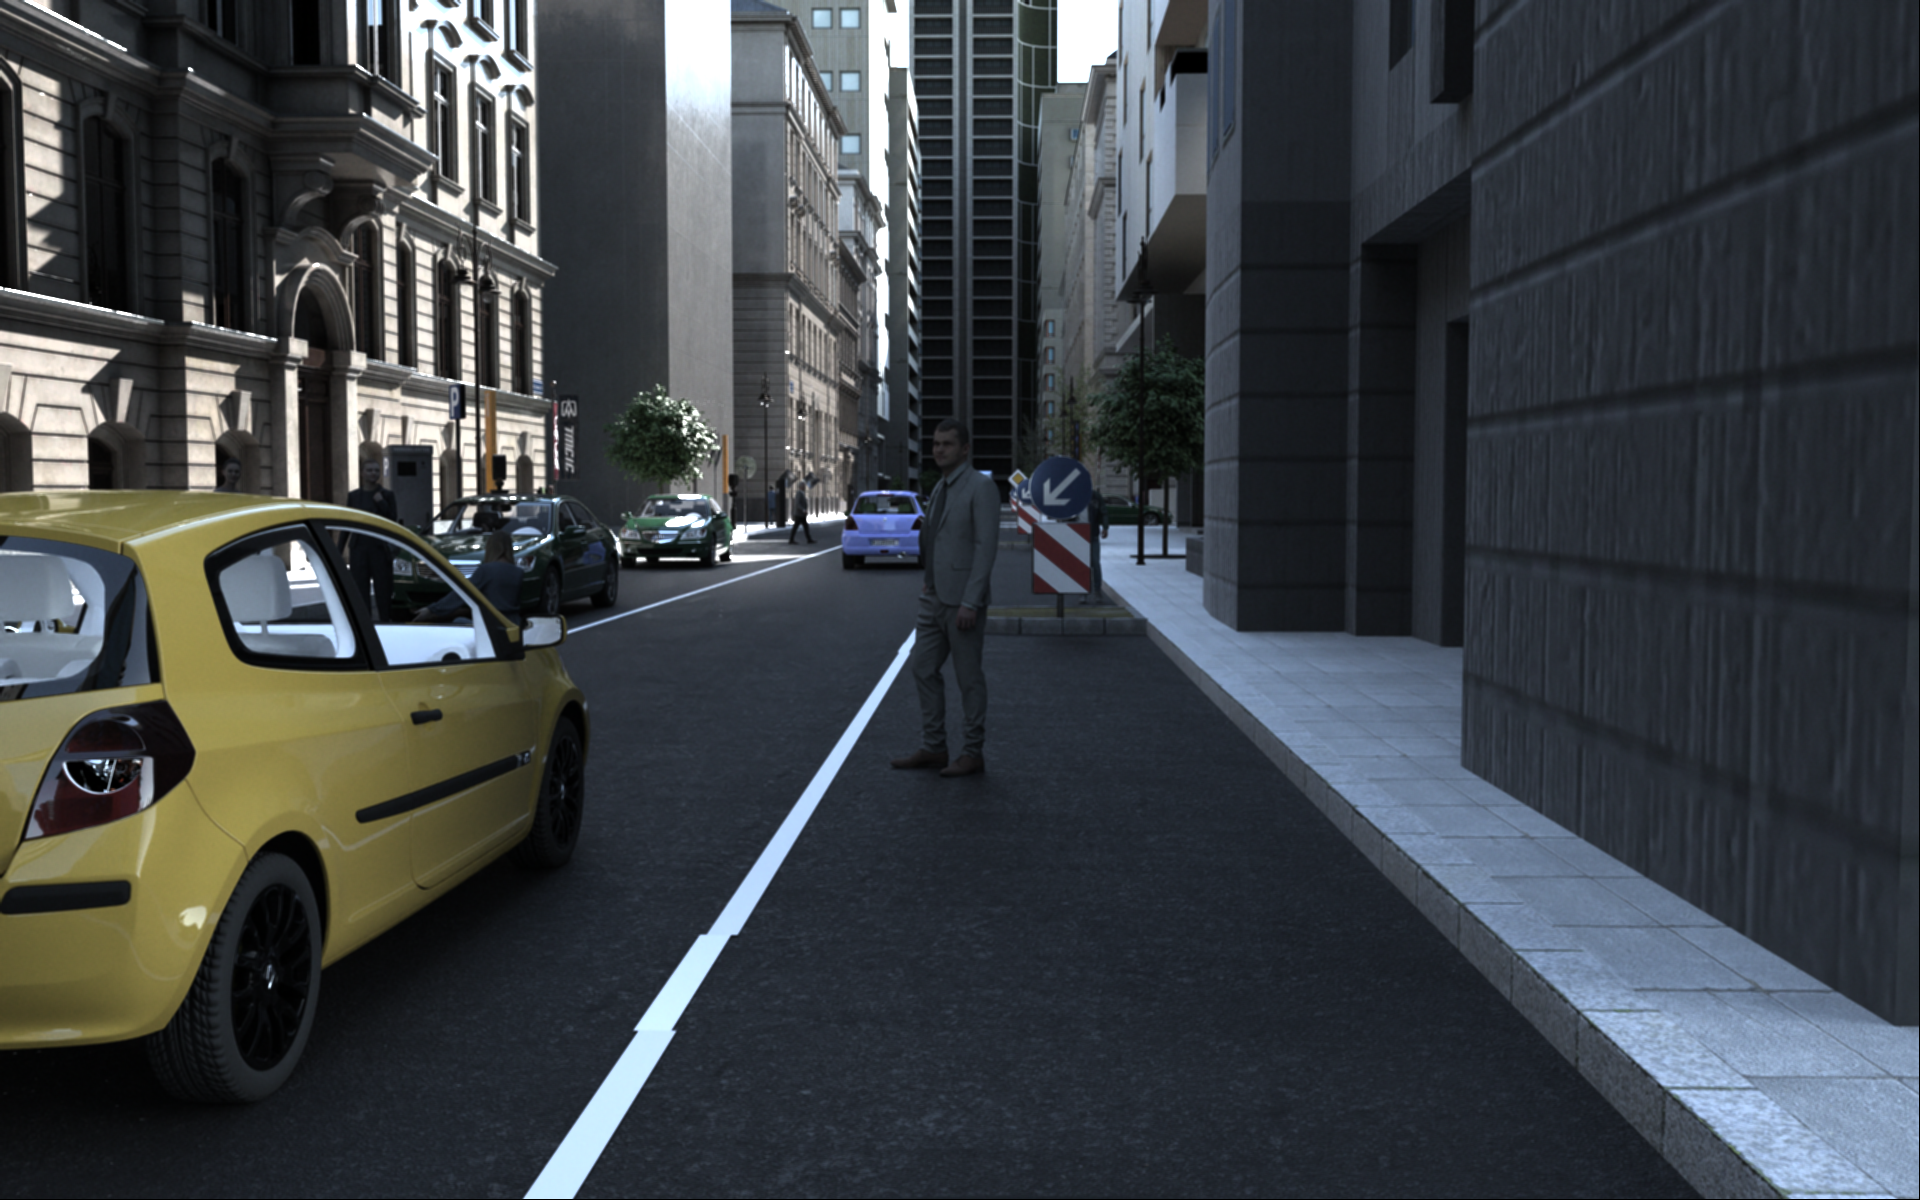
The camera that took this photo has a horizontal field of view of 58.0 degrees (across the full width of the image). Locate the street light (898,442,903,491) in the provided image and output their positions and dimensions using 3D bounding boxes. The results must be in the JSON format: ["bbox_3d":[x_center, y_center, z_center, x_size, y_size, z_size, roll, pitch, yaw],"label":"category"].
[{"bbox_3d":[-5.052,-10.744,148.457,0.468,5.910,1.993,0,4,2],"label":"street light"}]

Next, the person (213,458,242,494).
[{"bbox_3d":[-7.045,-0.484,16.747,0.374,1.781,0.599,1,4,13],"label":"person"}]

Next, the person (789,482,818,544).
[{"bbox_3d":[-4.496,-2.494,49.680,0.834,1.777,0.661,0,4,-5],"label":"person"}]

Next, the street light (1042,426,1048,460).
[{"bbox_3d":[5.628,-8.684,114.775,0.468,5.910,1.993,0,4,2],"label":"street light"}]

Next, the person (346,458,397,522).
[{"bbox_3d":[-5.684,-0.473,16.662,0.576,1.772,0.534,-2,4,-26],"label":"person"}]

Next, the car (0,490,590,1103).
[{"bbox_3d":[-2.403,0.287,5.531,2.015,1.641,3.980,0,4,2],"label":"car"}]

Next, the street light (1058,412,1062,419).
[{"bbox_3d":[4.703,-6.470,78.576,0.468,5.910,1.993,0,4,2],"label":"street light"}]

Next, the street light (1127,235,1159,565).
[{"bbox_3d":[3.276,-3.574,31.225,0.468,5.910,1.993,0,4,2],"label":"street light"}]

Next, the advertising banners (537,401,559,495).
[{"bbox_3d":[-7.646,-2.206,32.261,0.090,3.025,2.074,0,4,-3],"label":"advertising banners"}]

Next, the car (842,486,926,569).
[{"bbox_3d":[-1.383,-1.525,34.528,1.945,1.707,3.694,0,4,1],"label":"car"}]

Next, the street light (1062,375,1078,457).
[{"bbox_3d":[4.342,-5.798,67.592,0.468,5.910,1.993,0,4,2],"label":"street light"}]

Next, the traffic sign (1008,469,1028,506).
[{"bbox_3d":[2.289,-3.955,68.302,0.795,2.450,0.064,0,4,2],"label":"traffic sign"}]

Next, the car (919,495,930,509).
[{"bbox_3d":[-3.027,-7.450,134.392,1.945,1.354,3.894,0,4,0],"label":"car"}]

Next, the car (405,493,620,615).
[{"bbox_3d":[-5.378,-0.547,20.748,2.131,1.459,4.920,0,4,2],"label":"car"}]

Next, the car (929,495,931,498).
[{"bbox_3d":[-2.160,-9.318,161.947,1.945,1.707,3.694,0,4,1],"label":"car"}]

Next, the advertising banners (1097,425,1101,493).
[{"bbox_3d":[3.530,-2.935,44.178,0.090,3.025,2.074,0,4,4],"label":"advertising banners"}]

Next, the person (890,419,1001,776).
[{"bbox_3d":[-0.028,-0.018,8.901,0.391,1.810,0.635,-3,4,-39],"label":"person"}]

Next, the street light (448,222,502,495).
[{"bbox_3d":[-8.296,-3.486,29.782,0.468,5.910,1.993,0,4,2],"label":"street light"}]

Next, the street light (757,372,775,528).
[{"bbox_3d":[-7.338,-5.674,65.551,0.468,5.910,1.993,0,4,2],"label":"street light"}]

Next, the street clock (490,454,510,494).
[{"bbox_3d":[-8.416,-1.658,31.683,0.358,2.002,0.471,-1,4,-18],"label":"street clock"}]

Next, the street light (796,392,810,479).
[{"bbox_3d":[-6.982,-6.384,77.168,0.468,5.910,1.993,0,4,2],"label":"street light"}]

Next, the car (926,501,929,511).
[{"bbox_3d":[-0.659,-4.679,85.302,1.959,1.807,4.718,0,4,3],"label":"car"}]

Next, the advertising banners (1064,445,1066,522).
[{"bbox_3d":[3.723,-3.999,61.567,0.090,3.025,2.074,0,4,3],"label":"advertising banners"}]

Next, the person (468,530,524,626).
[{"bbox_3d":[-3.808,0.019,13.693,1.012,1.151,0.738,-3,5,-41],"label":"person"}]

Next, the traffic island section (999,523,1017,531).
[{"bbox_3d":[2.312,-2.819,68.379,2.009,0.180,2.903,0,4,2],"label":"traffic island section"}]

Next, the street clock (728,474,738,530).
[{"bbox_3d":[-8.033,-3.477,61.417,0.358,2.002,0.471,1,4,12],"label":"street clock"}]

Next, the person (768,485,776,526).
[{"bbox_3d":[-7.866,-3.932,72.974,0.721,1.800,0.419,0,4,3],"label":"person"}]

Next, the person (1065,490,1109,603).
[{"bbox_3d":[1.646,-0.859,22.895,0.623,1.781,0.721,0,4,-1],"label":"person"}]

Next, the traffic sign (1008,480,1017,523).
[{"bbox_3d":[2.507,-4.443,76.284,0.795,2.450,0.064,0,4,2],"label":"traffic sign"}]

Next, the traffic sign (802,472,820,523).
[{"bbox_3d":[-6.583,-4.459,76.553,0.795,2.450,0.064,0,4,2],"label":"traffic sign"}]

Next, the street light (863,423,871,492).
[{"bbox_3d":[-6.010,-8.565,112.828,0.468,5.910,1.993,0,4,2],"label":"street light"}]

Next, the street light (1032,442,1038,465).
[{"bbox_3d":[6.537,-10.889,150.820,0.468,5.910,1.993,0,4,2],"label":"street light"}]

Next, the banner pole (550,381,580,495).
[{"bbox_3d":[-8.802,-2.961,38.430,0.863,3.779,0.401,1,4,15],"label":"banner pole"}]

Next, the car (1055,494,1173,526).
[{"bbox_3d":[6.395,-3.681,71.978,4.920,1.459,2.131,0,4,1],"label":"car"}]

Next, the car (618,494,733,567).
[{"bbox_3d":[-5.742,-1.443,35.394,2.131,1.459,4.920,0,4,0],"label":"car"}]

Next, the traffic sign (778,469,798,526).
[{"bbox_3d":[-6.802,-3.971,68.571,0.795,2.450,0.064,0,4,2],"label":"traffic sign"}]
